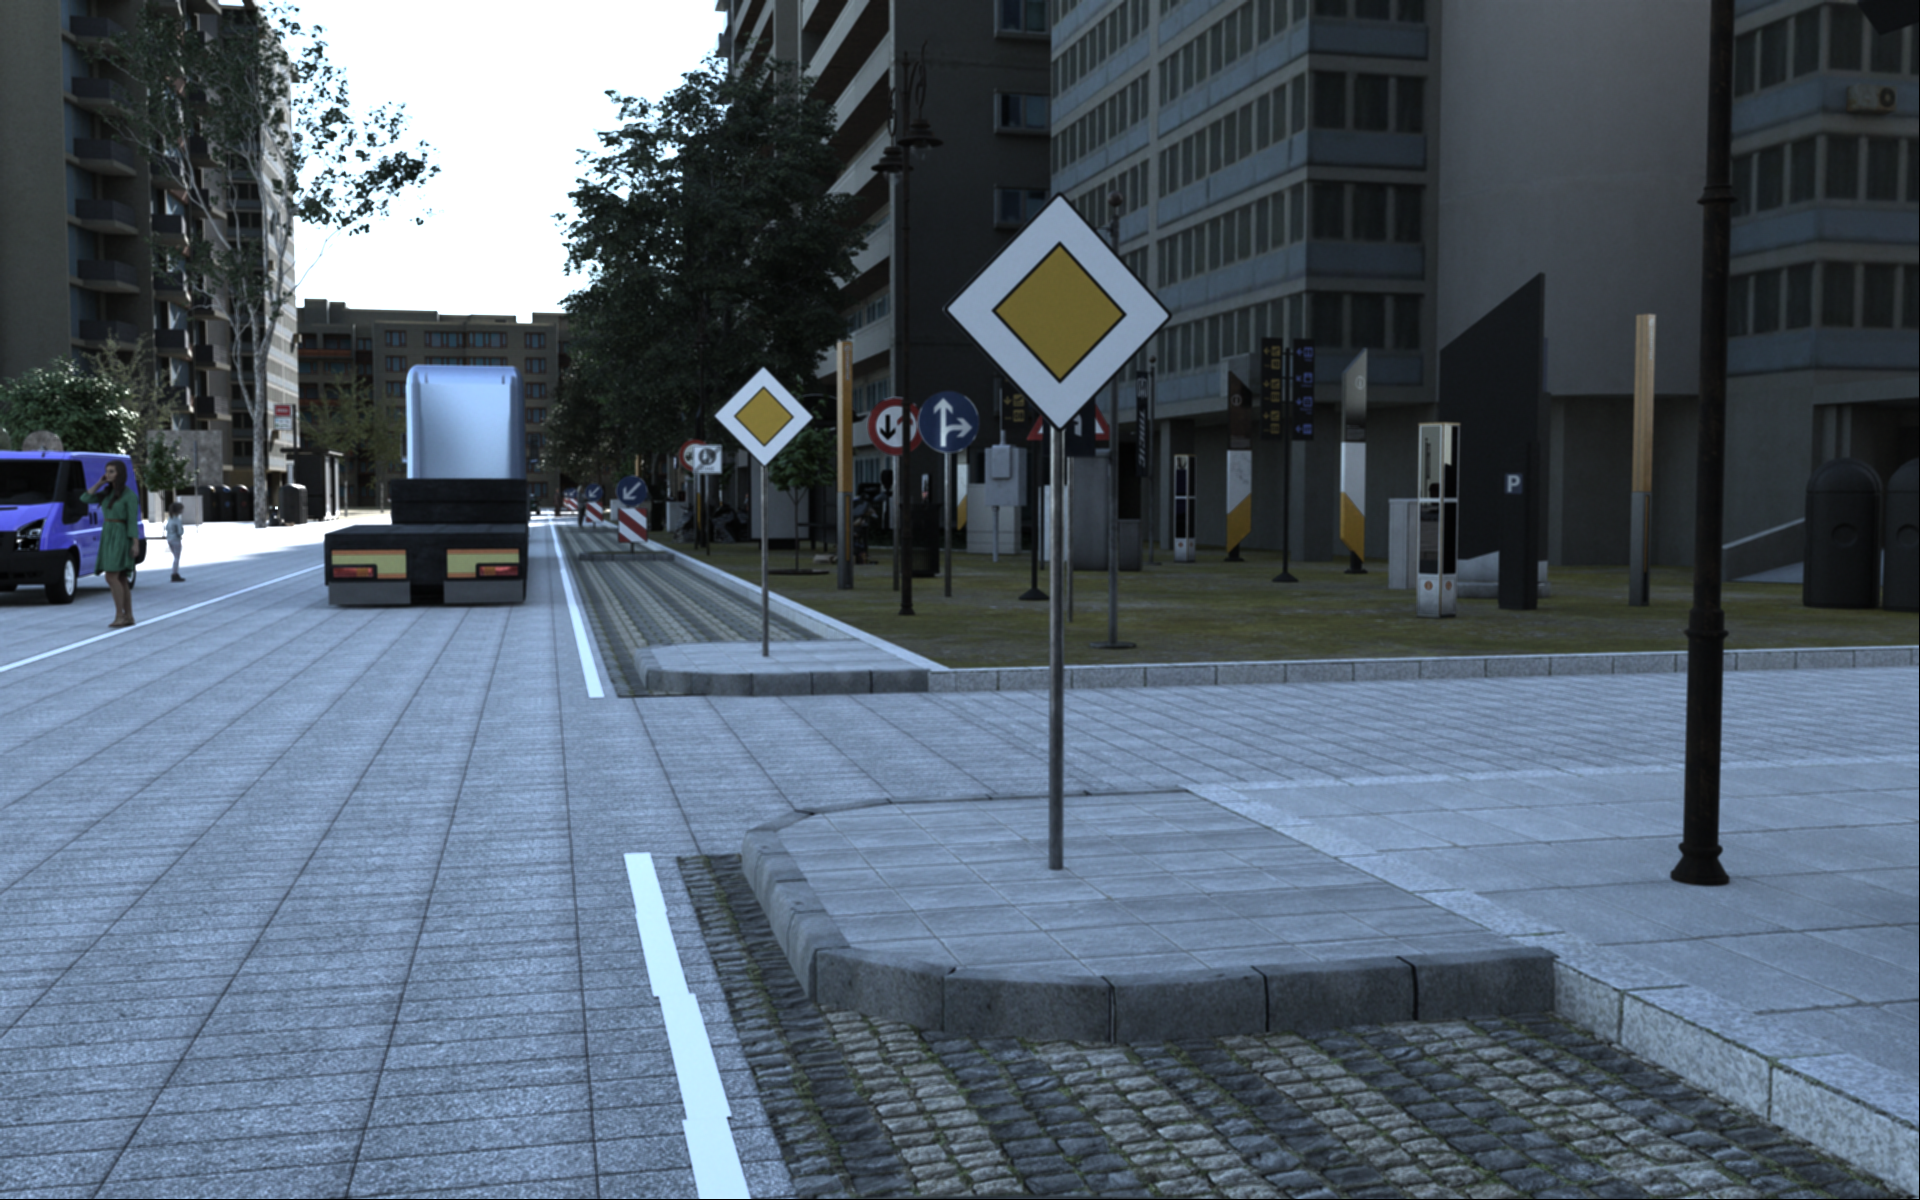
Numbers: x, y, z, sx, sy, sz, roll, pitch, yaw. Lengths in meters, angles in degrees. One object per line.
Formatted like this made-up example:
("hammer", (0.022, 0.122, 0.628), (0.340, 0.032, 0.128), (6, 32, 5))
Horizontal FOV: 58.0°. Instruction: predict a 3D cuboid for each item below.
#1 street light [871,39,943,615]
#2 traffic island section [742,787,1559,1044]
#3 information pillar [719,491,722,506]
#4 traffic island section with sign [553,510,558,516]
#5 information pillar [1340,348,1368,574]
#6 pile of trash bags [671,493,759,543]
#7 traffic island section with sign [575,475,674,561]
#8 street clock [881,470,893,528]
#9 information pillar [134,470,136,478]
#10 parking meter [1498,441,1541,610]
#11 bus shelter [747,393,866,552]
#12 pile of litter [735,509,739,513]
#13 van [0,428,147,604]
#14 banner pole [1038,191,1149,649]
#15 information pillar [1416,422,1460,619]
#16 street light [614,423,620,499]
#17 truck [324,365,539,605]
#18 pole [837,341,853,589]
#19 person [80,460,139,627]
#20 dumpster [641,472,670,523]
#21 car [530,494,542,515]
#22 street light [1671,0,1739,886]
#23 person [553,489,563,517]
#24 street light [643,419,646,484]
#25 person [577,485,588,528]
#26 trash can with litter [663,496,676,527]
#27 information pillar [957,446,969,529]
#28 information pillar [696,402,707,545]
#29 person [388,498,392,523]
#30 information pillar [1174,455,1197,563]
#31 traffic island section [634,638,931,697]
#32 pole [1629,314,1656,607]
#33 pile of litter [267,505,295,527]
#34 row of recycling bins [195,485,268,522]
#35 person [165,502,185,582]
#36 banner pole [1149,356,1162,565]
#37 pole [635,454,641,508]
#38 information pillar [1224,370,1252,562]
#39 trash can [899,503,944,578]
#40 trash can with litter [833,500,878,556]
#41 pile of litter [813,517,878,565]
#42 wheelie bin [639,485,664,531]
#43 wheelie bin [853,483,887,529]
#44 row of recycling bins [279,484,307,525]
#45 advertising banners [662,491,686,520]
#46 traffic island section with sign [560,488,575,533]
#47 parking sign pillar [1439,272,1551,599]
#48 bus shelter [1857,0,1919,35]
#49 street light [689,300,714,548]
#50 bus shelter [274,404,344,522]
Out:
("street light", (-0.566, -2.779, 18.225), (0.468, 5.910, 1.993), (-1, 4, -13))
("traffic island section", (0.347, 0.999, 5.951), (2.009, 0.180, 2.903), (-1, 4, -13))
("information pillar", (-12.260, -5.881, 87.506), (0.504, 3.616, 0.183), (2, 4, 27))
("traffic island section with sign", (-25.321, -6.363, 112.659), (1.989, 1.847, 2.006), (-1, 4, -13))
("information pillar", (6.329, -2.231, 27.826), (0.504, 3.616, 0.183), (-2, 4, -33))
("pile of trash bags", (-6.228, -2.259, 46.681), (1.912, 1.369, 3.447), (1, 4, 22))
("traffic island section with sign", (-7.269, -1.774, 37.637), (1.989, 1.847, 2.006), (-1, 4, -13))
("street clock", (-2.146, -2.858, 51.294), (0.358, 2.002, 0.471), (2, 4, 23))
("information pillar", (-24.841, -2.895, 51.826), (0.304, 2.012, 0.304), (-1, 4, -10))
("parking meter", (6.217, -0.830, 19.287), (0.255, 1.863, 0.399), (-3, 4, -38))
("bus shelter", (-3.515, -2.663, 37.469), (2.014, 3.302, 5.546), (-1, 4, -14))
("pile of litter", (-7.040, -2.432, 53.723), (1.176, 0.858, 1.719), (-1, 4, -16))
("van", (-12.917, -1.204, 24.063), (2.240, 2.365, 5.245), (-1, 4, -13))
("banner pole", (1.059, -1.488, 14.351), (0.863, 3.779, 0.401), (-1, 4, -16))
("information pillar", (4.952, -0.823, 17.951), (0.304, 2.012, 0.304), (-3, 5, -40))
("street light", (-17.146, -6.972, 86.780), (0.468, 5.910, 1.993), (-1, 4, -13))
("truck", (-8.949, -2.505, 30.708), (2.967, 4.110, 18.799), (-1, 4, -14))
("pole", (-1.546, -1.800, 23.280), (0.158, 3.312, 0.155), (0, 3, 0))
("person", (-9.014, -0.601, 18.572), (0.600, 1.795, 0.529), (1, 4, 10))
("dumpster", (-13.567, -4.509, 76.210), (1.502, 2.255, 1.985), (-1, 4, -14))
("car", (-30.420, -6.716, 121.599), (2.131, 1.459, 4.920), (-1, 4, -12))
("street light", (2.459, -2.006, 5.578), (0.468, 5.910, 1.993), (-1, 4, -13))
("person", (-25.100, -6.066, 108.237), (0.434, 1.755, 0.990), (-3, 5, -41))
("street light", (-11.680, -5.582, 64.058), (0.468, 5.910, 1.993), (-1, 4, -13))
("person", (-15.497, -3.825, 71.229), (0.526, 1.800, 0.537), (3, 5, 45))
("trash can with litter", (-11.688, -3.459, 67.616), (1.678, 1.210, 2.233), (3, 5, 45))
("information pillar", (0.083, -3.478, 48.223), (0.183, 3.616, 0.504), (-2, 4, -35))
("information pillar", (-6.567, -3.211, 43.859), (0.183, 3.616, 0.504), (1, 4, 9))
("person", (-25.190, -4.185, 77.119), (0.583, 1.804, 0.606), (1, 4, 14))
("information pillar", (4.215, -1.710, 32.444), (0.304, 2.012, 0.304), (3, 4, 38))
("traffic island section", (-1.520, 0.524, 13.715), (2.009, 0.180, 2.903), (-1, 4, -13))
("pole", (7.782, -1.584, 19.749), (0.158, 3.312, 0.155), (0, 3, 0))
("pile of litter", (-26.733, -3.307, 68.031), (1.176, 0.858, 1.719), (-1, 4, -20))
("row of recycling bins", (-33.664, -4.455, 79.952), (1.069, 1.692, 3.534), (2, 4, 32))
("person", (-12.816, -0.951, 28.329), (0.425, 1.301, 0.394), (1, 4, 19))
("banner pole", (3.357, -2.523, 31.261), (0.401, 3.779, 0.863), (2, 4, 33))
("pole", (-11.612, -4.203, 62.566), (0.158, 3.312, 0.155), (0, 3, 0))
("information pillar", (5.297, -2.542, 32.917), (0.504, 3.616, 0.183), (-1, 4, -18))
("trash can", (-0.618, -0.920, 26.693), (0.748, 1.137, 0.748), (0, 3, 0))
("trash can with litter", (-2.077, -1.376, 33.887), (0.624, 1.170, 1.055), (1, 4, 20))
("pile of litter", (-2.123, -1.097, 31.898), (1.176, 0.858, 1.719), (-1, 4, -13))
("wheelie bin", (-10.706, -3.179, 59.878), (0.693, 1.594, 0.980), (2, 4, 30))
("wheelie bin", (-2.496, -2.491, 48.638), (0.980, 1.594, 0.693), (-1, 4, -20))
("row of recycling bins", (-28.231, -4.054, 73.388), (1.069, 1.692, 3.534), (-1, 4, -16))
("advertising banners", (-13.659, -5.440, 85.137), (2.074, 3.025, 0.090), (-1, 4, -10))
("traffic island section with sign", (-13.773, -3.423, 64.599), (1.989, 1.847, 2.006), (-1, 4, -13))
("parking sign pillar", (6.693, -2.034, 21.725), (1.447, 3.967, 1.447), (3, 5, 41))
("bus shelter", (4.489, -0.564, 3.153), (2.014, 3.302, 5.546), (-1, 4, -13))
("street light", (-6.147, -4.190, 41.289), (0.468, 5.910, 1.993), (-1, 4, -13))
("bus shelter", (-30.134, -6.269, 80.125), (2.179, 5.291, 8.768), (-1, 4, -14))
